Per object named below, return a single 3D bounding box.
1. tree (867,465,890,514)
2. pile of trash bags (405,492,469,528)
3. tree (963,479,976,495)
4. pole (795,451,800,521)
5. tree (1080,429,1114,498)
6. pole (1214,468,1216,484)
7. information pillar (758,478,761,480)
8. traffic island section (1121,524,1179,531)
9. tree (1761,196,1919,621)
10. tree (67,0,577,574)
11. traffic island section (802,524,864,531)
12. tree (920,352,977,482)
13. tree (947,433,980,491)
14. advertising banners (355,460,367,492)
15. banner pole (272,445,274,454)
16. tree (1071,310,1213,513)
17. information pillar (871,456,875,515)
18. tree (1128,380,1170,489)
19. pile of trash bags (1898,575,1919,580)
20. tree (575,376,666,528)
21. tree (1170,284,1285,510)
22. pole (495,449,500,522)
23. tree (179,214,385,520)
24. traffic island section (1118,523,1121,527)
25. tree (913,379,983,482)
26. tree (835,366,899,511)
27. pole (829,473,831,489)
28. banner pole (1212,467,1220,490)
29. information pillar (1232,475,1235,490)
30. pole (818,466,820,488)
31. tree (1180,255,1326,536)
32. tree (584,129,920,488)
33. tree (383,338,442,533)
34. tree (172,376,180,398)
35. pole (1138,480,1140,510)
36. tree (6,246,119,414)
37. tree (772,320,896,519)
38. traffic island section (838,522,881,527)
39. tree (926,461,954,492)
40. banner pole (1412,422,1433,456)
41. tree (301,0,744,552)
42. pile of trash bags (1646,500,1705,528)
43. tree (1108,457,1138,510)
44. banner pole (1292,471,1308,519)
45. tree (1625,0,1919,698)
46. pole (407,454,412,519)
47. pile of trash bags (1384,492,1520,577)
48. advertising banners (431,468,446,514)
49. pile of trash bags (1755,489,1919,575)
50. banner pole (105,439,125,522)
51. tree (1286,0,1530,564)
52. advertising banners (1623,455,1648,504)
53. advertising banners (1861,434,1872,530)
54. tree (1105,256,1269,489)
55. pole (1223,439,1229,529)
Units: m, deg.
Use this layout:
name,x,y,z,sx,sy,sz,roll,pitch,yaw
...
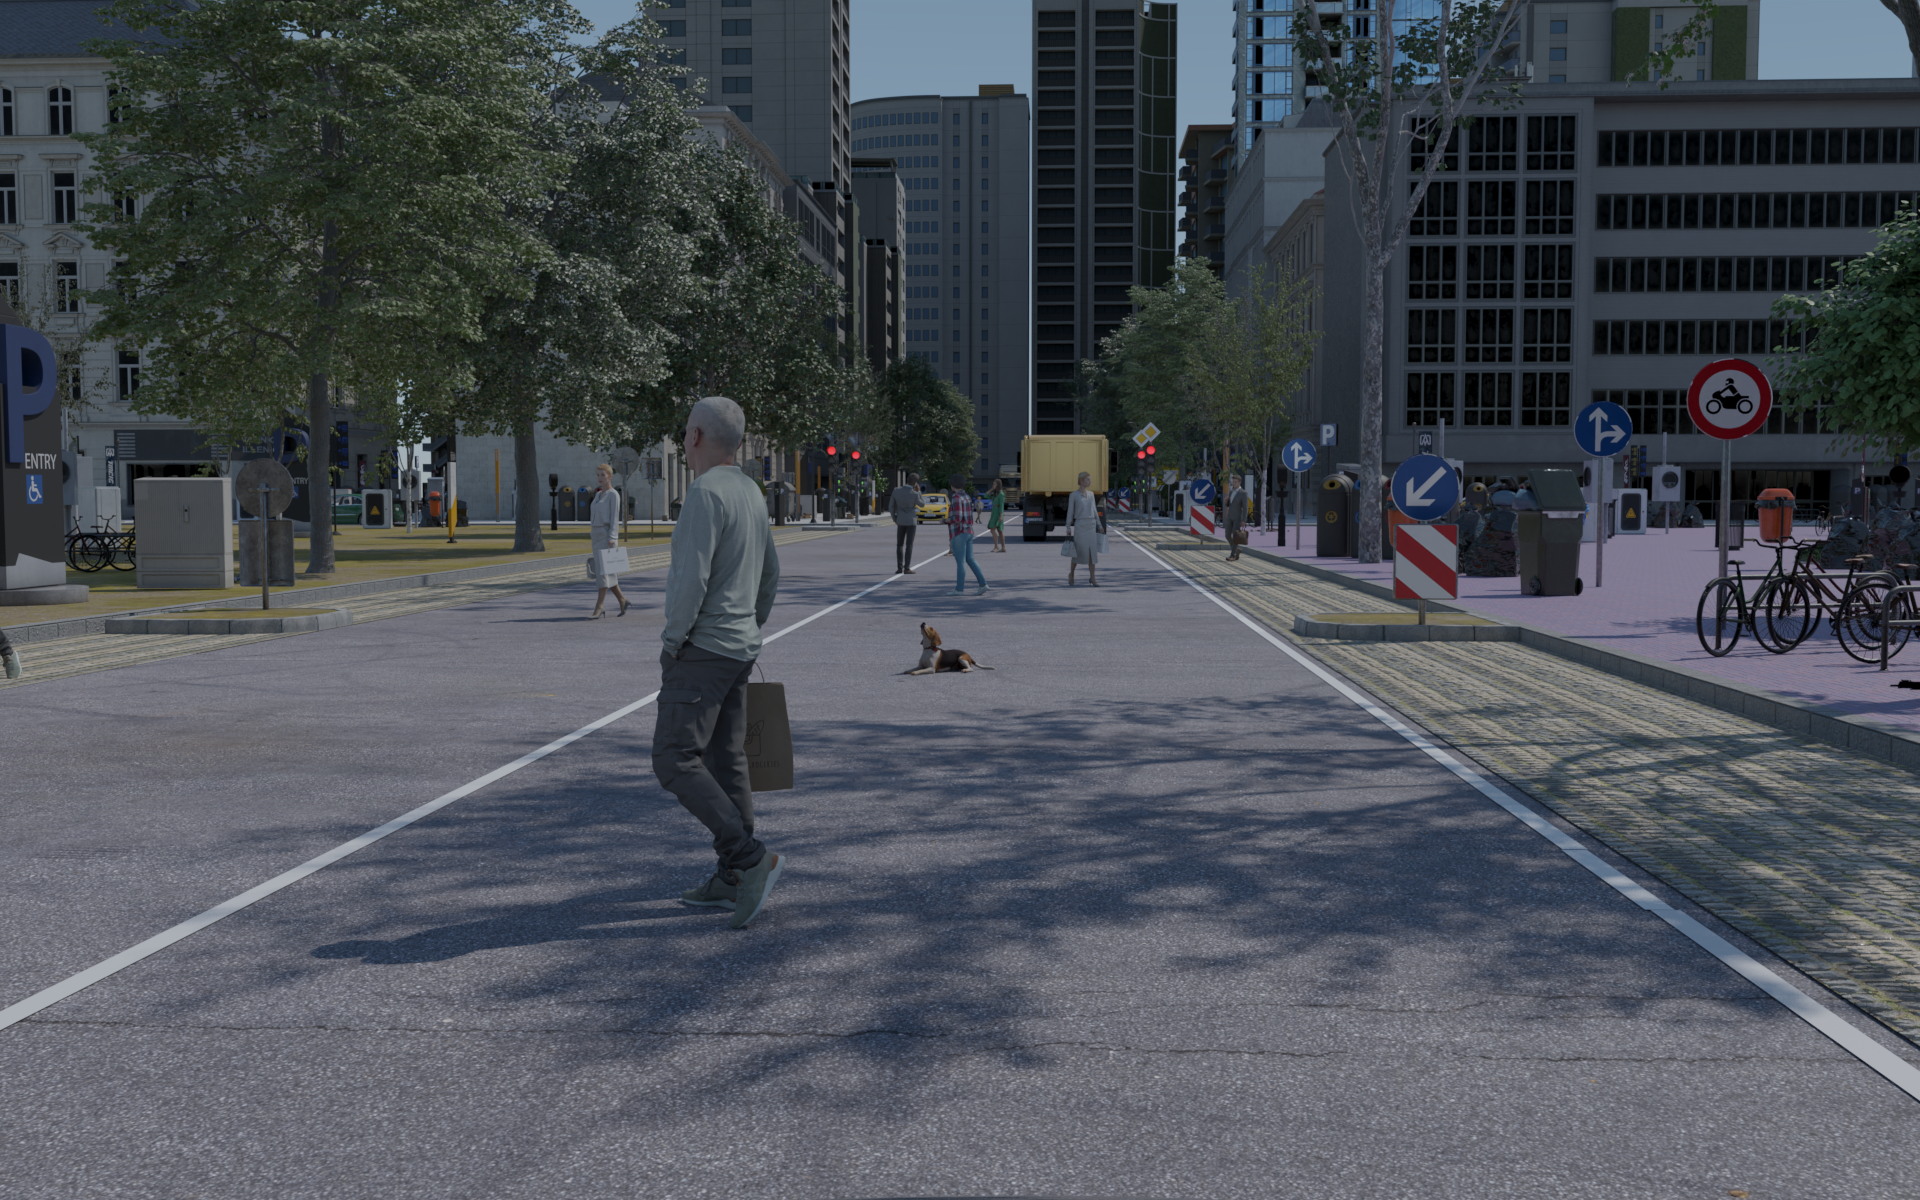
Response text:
name,x,y,z,sx,sy,sz,roll,pitch,yaw
tree,-5.326,-7.090,110.523,1.663,3.219,1.824,0,3,0
pile of trash bags,-20.013,-3.493,66.861,1.912,1.369,3.447,-1,4,-8
tree,1.289,-14.152,225.989,1.663,3.219,1.824,0,3,0
pole,-7.590,-5.334,81.059,0.158,3.312,0.155,0,3,0
tree,19.591,-18.681,222.442,9.611,12.733,9.660,0,3,0
pole,19.810,-8.610,134.623,0.158,3.312,0.155,0,3,0
information pillar,-9.072,-4.450,77.256,0.304,2.012,0.304,-1,4,-23
traffic island section,7.435,-2.770,67.572,2.009,0.180,2.903,0,4,3
tree,10.119,-2.069,17.537,4.285,4.588,4.351,0,3,0
tree,-9.988,-6.717,27.946,7.486,12.596,7.792,0,3,0
traffic island section,-5.035,-2.815,68.313,2.009,0.180,2.903,0,4,3
tree,-3.815,-13.433,136.641,9.611,12.733,9.660,0,3,0
tree,-0.149,-14.350,184.981,4.360,8.622,3.978,0,3,0
advertising banners,-31.366,-5.698,89.344,0.090,3.025,2.074,2,4,27
banner pole,-30.521,-5.377,77.935,0.863,3.779,0.401,-1,4,-9
tree,12.846,-12.989,119.028,9.857,13.997,8.962,0,3,0
information pillar,-5.315,-7.039,106.444,0.183,3.616,0.504,0,4,7
tree,12.493,-9.474,105.265,4.360,8.622,3.978,0,3,0
pile of trash bags,15.754,-0.977,25.734,3.447,1.369,1.912,0,4,-4
tree,-12.762,-7.047,65.579,4.360,8.622,3.978,0,3,0
tree,9.544,-6.779,61.201,4.360,8.622,3.978,0,3,0
pole,-21.030,-5.194,78.757,0.158,3.312,0.155,0,3,0
tree,-17.835,-5.806,45.288,4.737,8.622,4.395,0,3,0
traffic island section,7.907,-3.258,75.543,2.009,0.180,2.903,0,4,3
tree,-1.329,-15.451,170.748,7.486,12.596,7.792,0,3,0
tree,-5.628,-8.959,96.840,4.360,8.622,3.978,0,3,0
pole,-9.273,-7.971,124.164,0.158,3.312,0.155,0,3,0
banner pole,20.379,-9.082,138.511,0.863,3.779,0.401,-1,4,-14
information pillar,10.641,-3.869,67.757,0.304,2.012,0.304,-1,4,-10
pole,-10.349,-8.158,127.231,0.158,3.312,0.155,0,3,0
tree,9.225,-6.312,53.558,4.737,8.622,4.395,0,3,0
tree,-7.885,-8.438,54.964,9.611,12.733,9.660,0,3,0
tree,-18.253,-6.495,56.557,4.737,8.622,4.395,0,3,0
tree,-27.539,-7.011,64.998,4.737,8.622,4.395,0,3,0
pole,14.126,-8.700,136.084,0.158,3.312,0.155,0,3,0
tree,-28.078,-6.241,52.405,4.360,8.622,3.978,0,3,0
tree,-6.787,-9.443,88.813,7.601,10.594,8.767,0,3,0
traffic island section,-4.563,-3.303,76.284,2.009,0.180,2.903,0,4,3
tree,-1.531,-10.790,160.135,4.285,4.588,4.351,0,3,0
banner pole,16.101,-4.317,60.594,0.863,3.779,0.401,1,4,11
tree,-9.660,-8.050,38.273,9.857,13.997,8.962,0,3,0
pile of trash bags,26.285,-3.415,65.596,3.447,1.369,1.912,-1,4,-16
tree,14.222,-9.558,139.980,4.285,4.588,4.351,0,3,0
banner pole,17.490,-6.066,89.195,0.863,3.779,0.401,1,4,21
tree,6.481,-5.201,10.784,9.928,11.665,9.643,0,3,0
pole,-28.182,-5.801,88.681,0.158,3.312,0.155,0,3,0
pile of trash bags,7.873,-1.073,27.289,3.447,1.369,1.912,-3,5,-40
advertising banners,-37.805,-7.931,125.863,0.090,3.025,2.074,1,4,17
pile of trash bags,15.212,-1.194,29.282,3.447,1.369,1.912,0,4,1
banner pole,-38.644,-5.451,79.141,0.401,3.779,0.863,2,4,32
tree,8.913,-10.700,30.835,12.611,20.169,13.585,0,3,0
advertising banners,29.726,-4.900,76.302,0.090,3.025,2.074,-1,4,-8
advertising banners,20.413,-2.621,39.036,0.090,3.025,2.074,2,4,32
tree,10.764,-10.049,82.424,7.486,12.596,7.792,0,3,0
pole,9.844,-4.296,64.088,0.158,3.312,0.155,0,3,0
